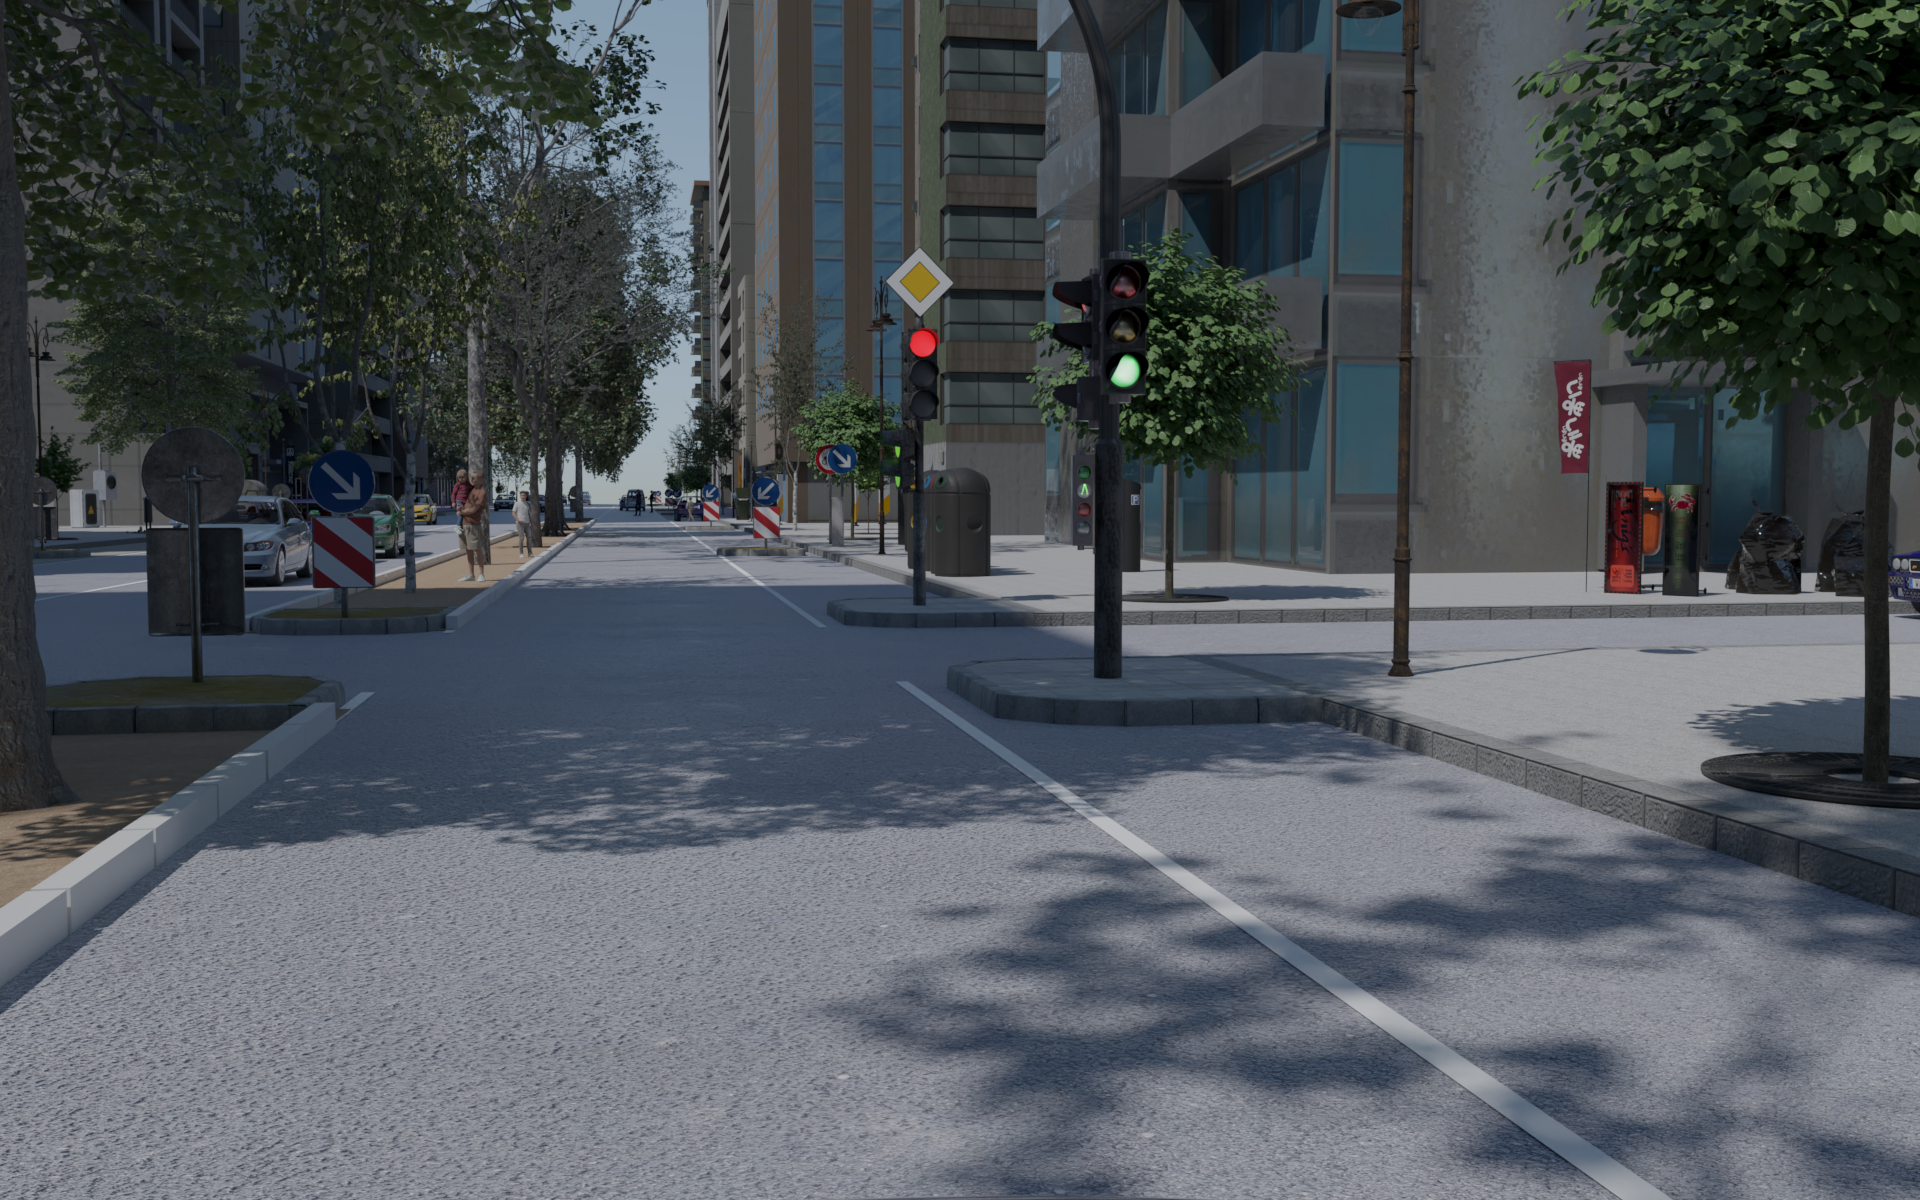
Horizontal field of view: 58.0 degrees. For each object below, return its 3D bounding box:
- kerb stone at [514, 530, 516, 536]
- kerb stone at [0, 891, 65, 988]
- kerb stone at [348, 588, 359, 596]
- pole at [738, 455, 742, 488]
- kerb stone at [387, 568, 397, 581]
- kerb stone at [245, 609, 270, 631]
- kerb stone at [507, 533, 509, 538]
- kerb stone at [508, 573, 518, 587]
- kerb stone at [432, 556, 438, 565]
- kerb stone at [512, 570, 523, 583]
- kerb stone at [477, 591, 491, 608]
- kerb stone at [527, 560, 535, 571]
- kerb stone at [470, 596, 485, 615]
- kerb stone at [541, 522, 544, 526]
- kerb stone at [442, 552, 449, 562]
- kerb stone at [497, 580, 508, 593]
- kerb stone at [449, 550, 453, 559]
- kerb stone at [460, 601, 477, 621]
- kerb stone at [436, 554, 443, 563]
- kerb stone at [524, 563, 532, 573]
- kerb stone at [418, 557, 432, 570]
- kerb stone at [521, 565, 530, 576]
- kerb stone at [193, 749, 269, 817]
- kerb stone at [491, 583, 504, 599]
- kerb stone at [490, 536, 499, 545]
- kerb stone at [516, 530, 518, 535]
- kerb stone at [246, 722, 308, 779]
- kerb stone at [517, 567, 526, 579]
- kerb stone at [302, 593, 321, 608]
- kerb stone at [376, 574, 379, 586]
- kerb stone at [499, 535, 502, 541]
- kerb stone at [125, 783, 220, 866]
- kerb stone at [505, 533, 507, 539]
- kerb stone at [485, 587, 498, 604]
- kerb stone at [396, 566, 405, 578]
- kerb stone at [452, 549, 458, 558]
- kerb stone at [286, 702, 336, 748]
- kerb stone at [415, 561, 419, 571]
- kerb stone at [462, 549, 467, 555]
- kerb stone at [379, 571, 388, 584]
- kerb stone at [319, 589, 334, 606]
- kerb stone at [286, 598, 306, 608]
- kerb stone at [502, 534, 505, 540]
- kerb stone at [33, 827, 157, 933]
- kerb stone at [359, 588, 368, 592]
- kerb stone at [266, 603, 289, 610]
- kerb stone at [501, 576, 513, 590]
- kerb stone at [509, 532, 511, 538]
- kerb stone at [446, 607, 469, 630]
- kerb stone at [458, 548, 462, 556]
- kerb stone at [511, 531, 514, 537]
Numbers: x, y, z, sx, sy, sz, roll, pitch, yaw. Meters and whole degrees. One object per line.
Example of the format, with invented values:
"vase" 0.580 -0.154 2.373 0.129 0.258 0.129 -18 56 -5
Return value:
"kerb stone" -14.963 -2.169 57.655 0.120 0.150 1.000 -1 4 -11
"kerb stone" -2.862 1.045 5.116 0.120 0.150 1.000 -1 4 -11
"kerb stone" -8.666 -0.137 24.441 0.120 0.150 1.000 -1 4 -11
"pole" -11.459 -5.903 90.354 0.158 3.312 0.155 0 3 0
"kerb stone" -9.423 -0.384 28.469 0.120 0.150 1.000 -1 4 -11
"kerb stone" -7.515 0.233 18.416 0.120 0.150 1.000 -1 4 -11
"kerb stone" -14.392 -1.984 54.627 0.120 0.150 1.000 -1 4 -11
"kerb stone" -6.968 -0.280 26.770 0.120 0.150 1.000 -1 4 -11
"kerb stone" -10.577 -0.752 34.504 0.120 0.150 1.000 -1 4 -11
"kerb stone" -7.150 -0.342 27.782 0.120 0.150 1.000 -1 4 -11
"kerb stone" -6.016 0.028 21.733 0.120 0.150 1.000 -1 4 -11
"kerb stone" -7.933 -0.587 31.805 0.120 0.150 1.000 -1 4 -11
"kerb stone" -5.822 0.093 20.730 0.120 0.150 1.000 -1 4 -11
"kerb stone" -19.361 -3.584 80.801 0.120 0.150 1.000 -1 4 -11
"kerb stone" -10.952 -0.876 36.523 0.120 0.150 1.000 -1 4 -11
"kerb stone" -6.589 -0.156 24.754 0.120 0.150 1.000 -1 4 -11
"kerb stone" -11.150 -0.935 37.530 0.120 0.150 1.000 -1 4 -11
"kerb stone" -5.632 0.151 19.726 0.120 0.150 1.000 -1 4 -11
"kerb stone" -10.766 -0.814 35.518 0.120 0.150 1.000 -1 4 -11
"kerb stone" -7.741 -0.526 30.801 0.120 0.150 1.000 -1 4 -11
"kerb stone" -10.382 -0.691 33.500 0.120 0.150 1.000 -1 4 -11
"kerb stone" -7.542 -0.459 29.799 0.120 0.150 1.000 -1 4 -11
"kerb stone" -3.431 0.860 8.142 0.120 0.150 1.000 -1 4 -11
"kerb stone" -6.387 -0.095 23.752 0.120 0.150 1.000 -1 4 -11
"kerb stone" -13.632 -1.738 50.610 0.120 0.150 1.000 -1 4 -11
"kerb stone" -15.163 -2.227 58.658 0.120 0.150 1.000 -1 4 -11
"kerb stone" -3.619 0.798 9.160 0.120 0.150 1.000 -1 4 -11
"kerb stone" -7.351 -0.403 28.785 0.120 0.150 1.000 -1 4 -11
"kerb stone" -8.093 0.047 21.429 0.120 0.150 1.000 -1 4 -11
"kerb stone" -9.045 -0.261 26.460 0.120 0.150 1.000 -1 4 -11
"kerb stone" -13.821 -1.799 51.614 0.120 0.150 1.000 -1 4 -11
"kerb stone" -3.239 0.921 7.129 0.120 0.150 1.000 -1 4 -11
"kerb stone" -14.200 -1.916 53.623 0.120 0.150 1.000 -1 4 -11
"kerb stone" -6.204 -0.034 22.747 0.120 0.150 1.000 -1 4 -11
"kerb stone" -9.625 -0.444 29.481 0.120 0.150 1.000 -1 4 -11
"kerb stone" -11.339 -0.997 38.542 0.120 0.150 1.000 -1 4 -11
"kerb stone" -3.812 0.736 10.164 0.120 0.150 1.000 -1 4 -11
"kerb stone" -9.998 -0.569 31.491 0.120 0.150 1.000 -1 4 -11
"kerb stone" -11.721 -1.121 40.555 0.120 0.150 1.000 -1 4 -11
"kerb stone" -9.240 -0.321 27.464 0.120 0.150 1.000 -1 4 -11
"kerb stone" -8.275 -0.010 22.435 0.120 0.150 1.000 -1 4 -11
"kerb stone" -7.901 0.110 20.423 0.120 0.150 1.000 -1 4 -11
"kerb stone" -14.012 -1.861 52.618 0.120 0.150 1.000 -1 4 -11
"kerb stone" -3.050 0.983 6.124 0.120 0.150 1.000 -1 4 -11
"kerb stone" -8.845 -0.199 25.452 0.120 0.150 1.000 -1 4 -11
"kerb stone" -7.714 0.170 19.418 0.120 0.150 1.000 -1 4 -11
"kerb stone" -6.777 -0.218 25.759 0.120 0.150 1.000 -1 4 -11
"kerb stone" -14.590 -2.041 55.641 0.120 0.150 1.000 -1 4 -11
"kerb stone" -5.443 0.212 18.722 0.120 0.150 1.000 -1 4 -11
"kerb stone" -11.537 -1.061 39.544 0.120 0.150 1.000 -1 4 -11
"kerb stone" -14.777 -2.107 56.650 0.120 0.150 1.000 -1 4 -11
